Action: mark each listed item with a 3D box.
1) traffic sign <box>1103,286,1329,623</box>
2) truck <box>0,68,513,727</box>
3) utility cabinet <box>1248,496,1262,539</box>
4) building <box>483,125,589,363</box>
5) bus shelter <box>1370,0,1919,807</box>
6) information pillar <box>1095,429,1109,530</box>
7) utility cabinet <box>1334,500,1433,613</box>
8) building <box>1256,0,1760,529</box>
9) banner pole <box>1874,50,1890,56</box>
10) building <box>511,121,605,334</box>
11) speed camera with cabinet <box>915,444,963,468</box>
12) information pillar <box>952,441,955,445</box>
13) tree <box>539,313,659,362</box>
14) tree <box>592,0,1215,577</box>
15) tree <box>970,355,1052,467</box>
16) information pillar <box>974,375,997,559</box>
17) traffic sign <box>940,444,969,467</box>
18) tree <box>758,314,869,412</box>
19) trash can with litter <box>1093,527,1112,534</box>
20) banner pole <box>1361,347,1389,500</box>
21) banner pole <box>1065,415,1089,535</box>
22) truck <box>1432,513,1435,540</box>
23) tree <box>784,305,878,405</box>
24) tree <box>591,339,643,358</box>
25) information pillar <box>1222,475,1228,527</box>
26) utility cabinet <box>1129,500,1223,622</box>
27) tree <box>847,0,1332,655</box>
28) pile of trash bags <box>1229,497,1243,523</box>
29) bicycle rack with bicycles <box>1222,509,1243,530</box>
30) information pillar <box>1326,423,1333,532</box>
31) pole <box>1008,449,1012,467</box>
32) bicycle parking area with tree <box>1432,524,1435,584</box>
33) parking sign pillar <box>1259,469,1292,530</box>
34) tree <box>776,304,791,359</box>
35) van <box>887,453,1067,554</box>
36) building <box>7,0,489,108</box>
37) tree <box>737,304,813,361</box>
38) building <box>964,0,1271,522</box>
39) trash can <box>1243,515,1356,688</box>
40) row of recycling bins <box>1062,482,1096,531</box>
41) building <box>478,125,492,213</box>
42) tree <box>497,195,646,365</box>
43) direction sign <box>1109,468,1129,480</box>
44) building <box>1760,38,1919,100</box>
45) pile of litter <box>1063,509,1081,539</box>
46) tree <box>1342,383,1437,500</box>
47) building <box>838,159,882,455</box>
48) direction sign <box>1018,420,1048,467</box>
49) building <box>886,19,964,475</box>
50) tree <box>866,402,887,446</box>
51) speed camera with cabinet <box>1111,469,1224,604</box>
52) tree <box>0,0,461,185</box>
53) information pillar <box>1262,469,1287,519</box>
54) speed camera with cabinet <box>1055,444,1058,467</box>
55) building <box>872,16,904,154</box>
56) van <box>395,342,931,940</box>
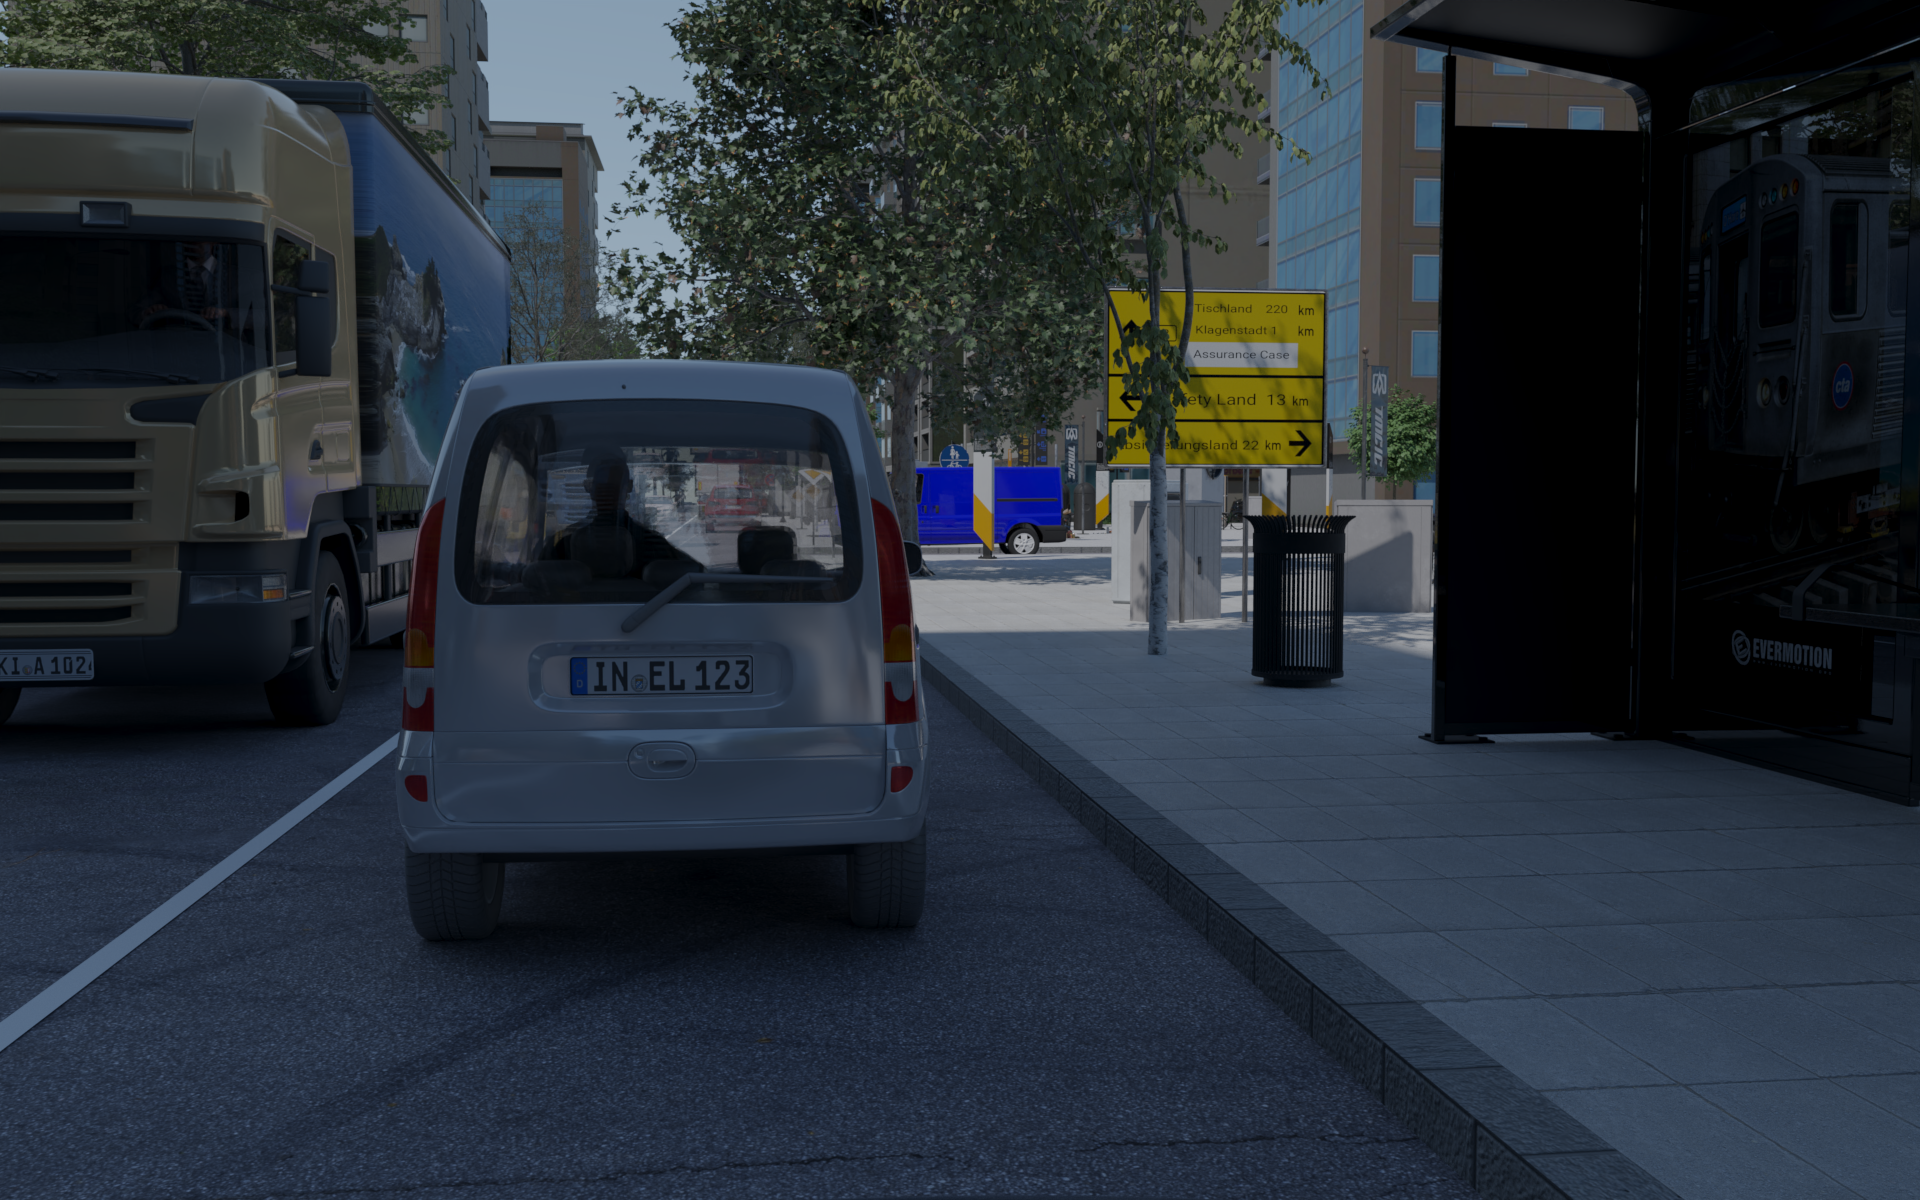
[{"bbox_3d":[2.529,-1.425,17.170,2.265,3.308,0.079,0,4,-7],"label":"traffic sign"},{"bbox_3d":[-5.509,-1.530,13.934,2.839,4.237,11.283,0,4,-8],"label":"truck"},{"bbox_3d":[8.637,-2.328,49.232,0.306,1.237,1.020,-2,4,-34],"label":"utility cabinet"},{"bbox_3d":[-53.386,-34.498,214.157,14.600,45.320,14.200,0,4,-8],"label":"building"},{"bbox_3d":[3.340,-0.896,5.925,1.731,3.624,6.357,0,4,-8],"label":"bus shelter"},{"bbox_3d":[5.117,-4.337,62.270,0.504,3.616,0.183,2,4,25],"label":"information pillar"},{"bbox_3d":[4.600,-0.471,18.868,1.020,1.237,0.306,0,4,7],"label":"utility cabinet"},{"bbox_3d":[20.065,-25.337,64.378,14.200,45.320,14.600,0,4,-8],"label":"building"},{"bbox_3d":[4.786,-1.161,8.997,0.401,3.779,0.863,3,4,39],"label":"banner pole"},{"bbox_3d":[-66.046,-40.295,248.063,28.713,52.752,27.495,0,4,-8],"label":"building"},{"bbox_3d":[-0.828,-3.154,45.912,0.660,3.252,2.038,-3,5,-40],"label":"speed camera with cabinet"},{"bbox_3d":[-0.141,-5.162,75.758,0.504,3.616,0.183,0,4,-4],"label":"information pillar"},{"bbox_3d":[-20.582,-10.509,97.582,9.928,11.665,9.643,0,3,0],"label":"tree"},{"bbox_3d":[-0.859,-6.716,26.817,9.611,12.733,9.660,0,3,0],"label":"tree"},{"bbox_3d":[2.400,-7.047,65.578,4.360,8.622,3.978,0,3,0],"label":"tree"},{"bbox_3d":[0.483,-2.620,34.187,0.504,3.616,0.183,3,5,41],"label":"information pillar"},{"bbox_3d":[-0.141,-2.713,44.464,0.768,2.556,0.104,0,3,0],"label":"traffic sign"},{"bbox_3d":[-7.959,-9.235,85.407,7.601,10.594,8.767,-1,4,-18],"label":"tree"},{"bbox_3d":[5.541,-2.737,55.805,2.233,1.210,1.678,2,4,35],"label":"trash can with litter"},{"bbox_3d":[7.073,-2.426,29.684,0.863,3.779,0.401,-3,4,-38],"label":"banner pole"},{"bbox_3d":[3.690,-3.970,54.934,0.863,3.779,0.401,-1,4,-16],"label":"banner pole"},{"bbox_3d":[18.967,-3.178,41.718,18.799,4.110,2.967,0,4,-8],"label":"truck"},{"bbox_3d":[-4.724,-6.540,57.288,4.360,8.622,3.978,0,3,0],"label":"tree"},{"bbox_3d":[-25.550,-13.850,133.101,9.857,13.997,8.962,0,3,0],"label":"tree"},{"bbox_3d":[10.348,-3.895,68.182,0.304,2.012,0.304,2,4,27],"label":"information pillar"},{"bbox_3d":[2.213,-0.398,17.675,1.020,1.237,0.306,-2,4,-35],"label":"utility cabinet"},{"bbox_3d":[1.352,-3.866,13.564,4.737,8.622,4.395,0,3,0],"label":"tree"},{"bbox_3d":[11.291,-4.150,77.606,3.447,1.369,1.912,1,4,22],"label":"pile of trash bags"},{"bbox_3d":[8.921,-3.007,62.545,2.925,0.926,2.852,1,4,18],"label":"bicycle rack with bicycles"},{"bbox_3d":[12.161,-4.015,57.007,0.183,3.616,0.504,2,4,26],"label":"information pillar"},{"bbox_3d":[2.264,-5.181,78.559,0.158,3.312,0.155,0,3,0],"label":"pole"},{"bbox_3d":[10.132,-2.221,23.322,8.231,4.147,9.016,0,4,7],"label":"bicycle parking area with tree"},{"bbox_3d":[11.341,-4.514,62.271,1.447,3.967,1.447,-3,5,-42],"label":"parking sign pillar"},{"bbox_3d":[-17.948,-18.719,161.944,12.611,20.169,13.585,0,3,0],"label":"tree"},{"bbox_3d":[-0.302,-2.111,38.891,5.245,2.365,2.240,0,4,-6],"label":"van"},{"bbox_3d":[-49.207,-32.790,125.359,28.713,52.752,27.495,0,4,-8],"label":"building"},{"bbox_3d":[-11.546,-12.388,109.198,9.857,13.997,8.962,0,3,0],"label":"tree"},{"bbox_3d":[12.174,-28.463,89.070,21.300,48.544,21.600,0,4,-8],"label":"building"},{"bbox_3d":[2.274,0.000,11.649,0.748,1.137,0.748,0,3,0],"label":"trash can"},{"bbox_3d":[3.171,-3.333,61.601,3.534,1.692,1.069,2,4,26],"label":"row of recycling bins"},{"bbox_3d":[-54.774,-28.078,150.952,32.217,40.220,23.993,0,4,-8],"label":"building"},{"bbox_3d":[-17.439,-9.899,72.226,12.009,13.543,11.850,0,3,0],"label":"tree"},{"bbox_3d":[5.703,-4.335,62.882,0.876,3.537,0.379,1,4,9],"label":"direction sign"},{"bbox_3d":[42.126,-25.496,66.964,14.200,45.320,14.600,0,4,-8],"label":"building"},{"bbox_3d":[2.852,-2.222,50.301,1.176,0.858,1.719,-1,4,-14],"label":"pile of litter"},{"bbox_3d":[12.962,-4.134,51.310,4.285,4.588,4.351,0,3,0],"label":"tree"},{"bbox_3d":[-8.824,-35.208,225.753,14.600,45.320,14.200,0,4,-8],"label":"building"},{"bbox_3d":[1.974,-3.368,47.056,0.876,3.537,0.379,2,4,28],"label":"direction sign"},{"bbox_3d":[4.895,-43.067,142.405,20.563,71.187,20.611,0,4,-8],"label":"building"},{"bbox_3d":[-3.754,-4.129,51.222,4.285,4.588,4.351,0,3,0],"label":"tree"},{"bbox_3d":[2.537,-1.624,20.892,0.660,3.252,2.038,2,4,32],"label":"speed camera with cabinet"},{"bbox_3d":[-10.933,-6.514,24.628,7.486,12.596,7.792,0,3,0],"label":"tree"},{"bbox_3d":[6.114,-2.583,33.580,0.504,3.616,0.183,1,4,15],"label":"information pillar"},{"bbox_3d":[3.445,-4.595,69.470,0.660,3.252,2.038,-1,4,-17],"label":"speed camera with cabinet"},{"bbox_3d":[2.938,-33.606,169.059,23.786,49.044,30.456,0,4,-8],"label":"building"},{"bbox_3d":[-1.098,0.001,7.003,2.013,2.044,4.112,0,4,-7],"label":"van"}]
